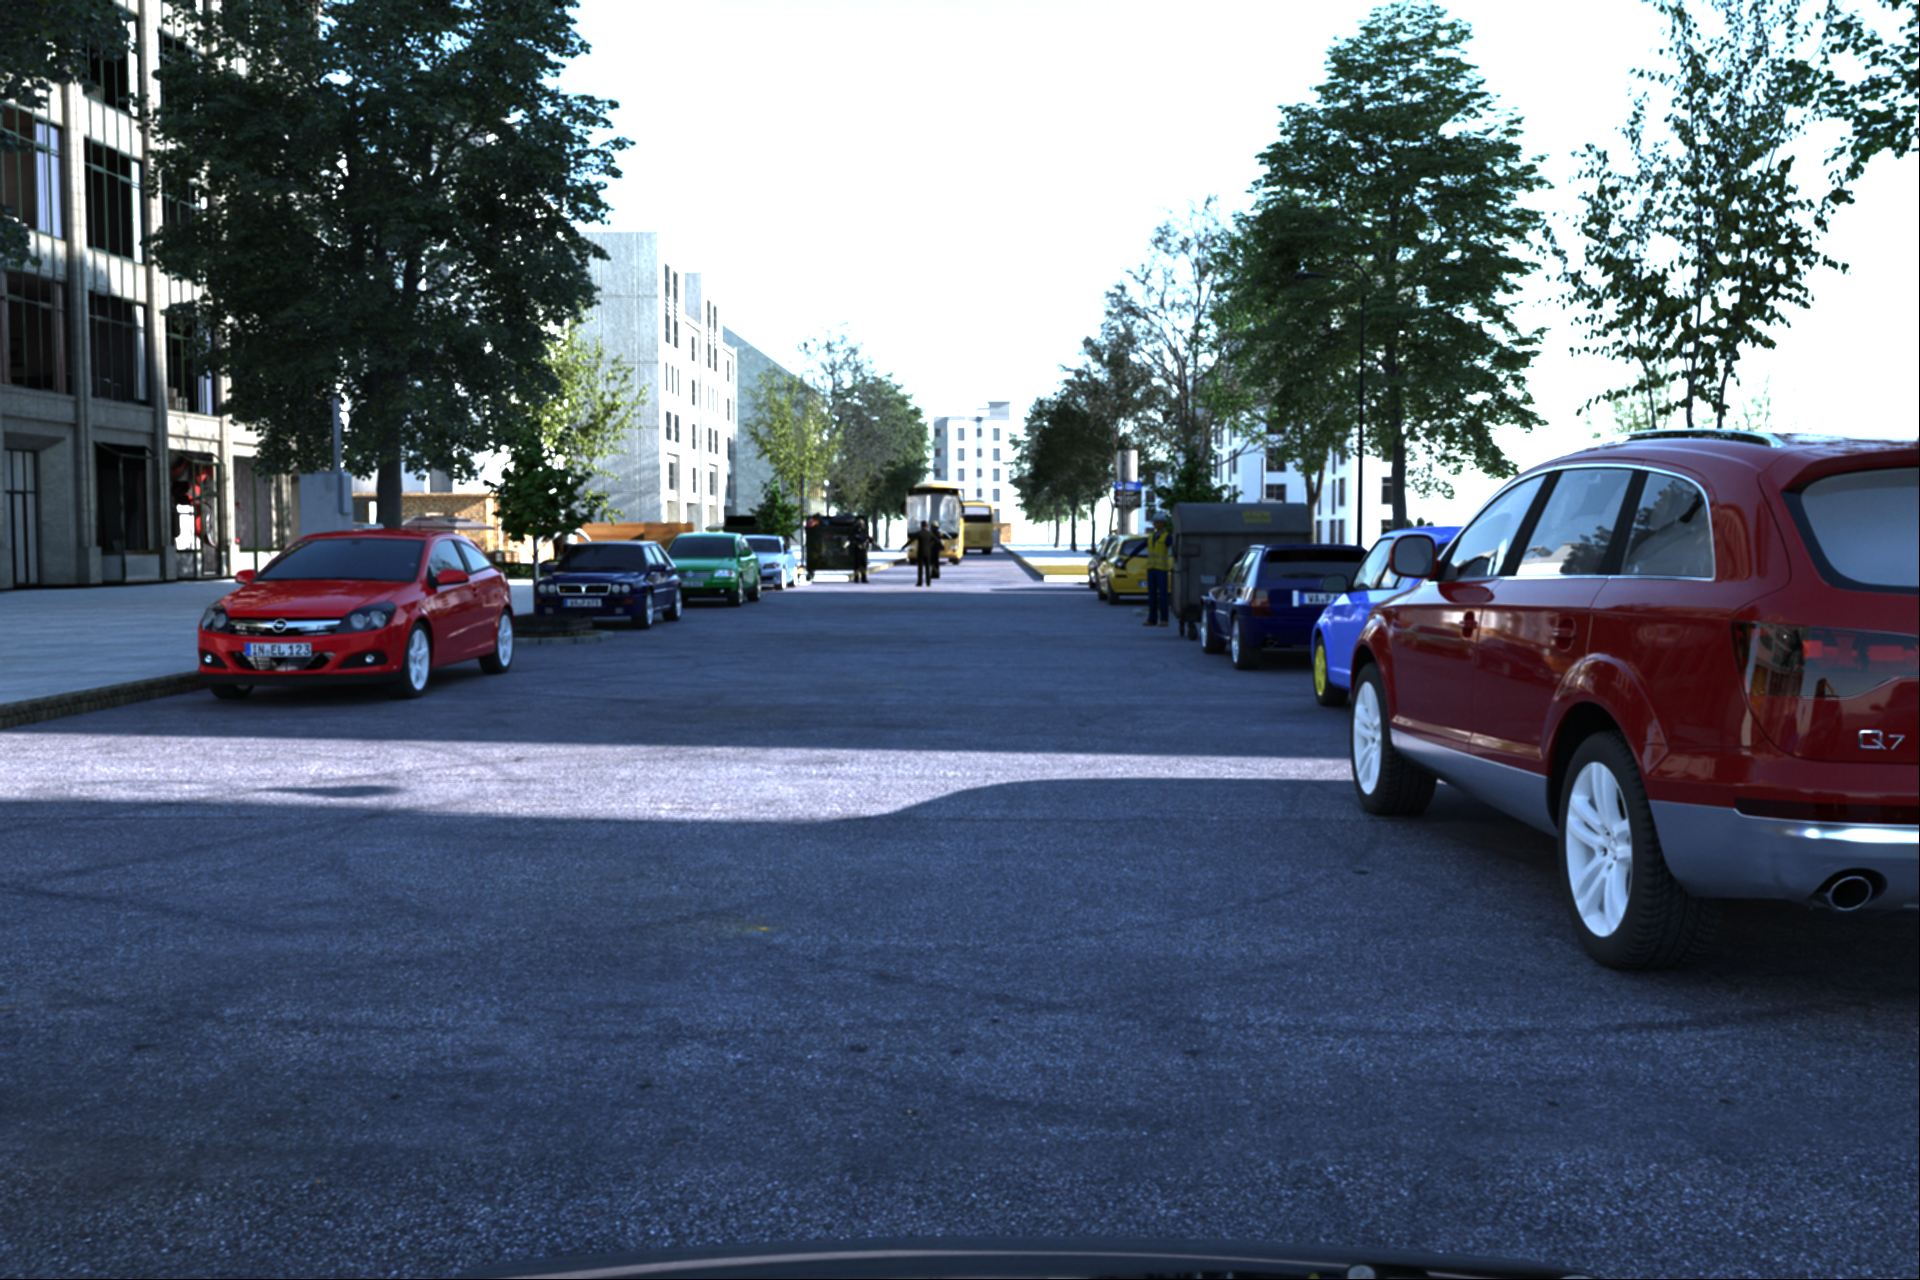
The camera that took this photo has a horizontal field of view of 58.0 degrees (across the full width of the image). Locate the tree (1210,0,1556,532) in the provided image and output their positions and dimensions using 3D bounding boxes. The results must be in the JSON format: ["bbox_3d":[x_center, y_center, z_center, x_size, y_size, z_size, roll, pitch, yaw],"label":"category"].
[{"bbox_3d":[9.241,-7.318,37.773,7.486,12.596,7.792,0,3,0],"label":"tree"}]

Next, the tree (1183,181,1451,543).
[{"bbox_3d":[10.172,-7.563,49.404,9.928,11.665,9.643,0,3,0],"label":"tree"}]

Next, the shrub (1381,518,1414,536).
[{"bbox_3d":[16.586,-3.704,64.981,1.690,2.028,1.600,0,3,0],"label":"shrub"}]

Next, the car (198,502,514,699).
[{"bbox_3d":[-5.576,-0.450,16.391,2.155,1.783,4.494,0,4,1],"label":"car"}]

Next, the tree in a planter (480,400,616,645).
[{"bbox_3d":[-5.732,-1.592,23.258,1.991,3.239,1.994,0,4,1],"label":"tree in a planter"}]

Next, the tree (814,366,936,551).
[{"bbox_3d":[-6.568,-13.711,130.829,9.857,13.997,8.962,0,3,0],"label":"tree"}]

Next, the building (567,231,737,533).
[{"bbox_3d":[-25.717,-15.336,117.204,16.747,18.905,31.486,0,4,1],"label":"building"}]

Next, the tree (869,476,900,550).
[{"bbox_3d":[-6.653,-11.779,142.954,4.360,8.622,3.978,0,3,0],"label":"tree"}]

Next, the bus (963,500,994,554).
[{"bbox_3d":[1.003,-8.136,124.571,2.896,3.916,12.252,0,4,0],"label":"bus"}]

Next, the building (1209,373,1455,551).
[{"bbox_3d":[21.374,-9.913,104.233,9.099,9.664,28.070,0,4,1],"label":"building"}]

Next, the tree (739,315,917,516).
[{"bbox_3d":[-7.363,-11.416,97.029,12.009,13.543,11.850,0,3,0],"label":"tree"}]

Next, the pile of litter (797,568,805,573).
[{"bbox_3d":[-5.698,-2.632,56.998,1.176,0.858,1.719,0,4,2],"label":"pile of litter"}]

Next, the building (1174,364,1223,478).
[{"bbox_3d":[28.792,-20.415,190.204,16.016,20.090,11.380,0,4,1],"label":"building"}]

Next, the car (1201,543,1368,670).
[{"bbox_3d":[3.769,-0.430,19.610,1.945,1.354,3.894,0,4,0],"label":"car"}]

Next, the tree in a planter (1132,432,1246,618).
[{"bbox_3d":[4.061,-2.030,30.408,1.991,3.239,1.994,0,4,1],"label":"tree in a planter"}]

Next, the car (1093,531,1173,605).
[{"bbox_3d":[3.839,-1.602,36.411,2.015,1.641,3.980,0,3,0],"label":"car"}]

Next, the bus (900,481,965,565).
[{"bbox_3d":[-1.155,-5.674,84.313,2.896,3.916,12.252,0,4,1],"label":"bus"}]

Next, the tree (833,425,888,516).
[{"bbox_3d":[-7.589,-10.215,117.381,4.360,8.622,3.978,0,3,0],"label":"tree"}]

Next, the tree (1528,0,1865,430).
[{"bbox_3d":[9.415,-4.384,22.039,4.737,8.622,4.395,0,3,0],"label":"tree"}]

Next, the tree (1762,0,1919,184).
[{"bbox_3d":[10.260,-5.375,13.633,9.928,11.665,9.643,0,3,0],"label":"tree"}]

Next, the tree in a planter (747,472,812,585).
[{"bbox_3d":[-5.281,-3.197,49.496,1.991,3.239,1.994,0,4,0],"label":"tree in a planter"}]

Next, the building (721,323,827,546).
[{"bbox_3d":[-24.785,-21.883,188.717,19.493,23.208,18.063,0,4,0],"label":"building"}]

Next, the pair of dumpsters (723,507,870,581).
[{"bbox_3d":[-4.971,-2.923,52.735,4.436,2.255,1.574,0,4,0],"label":"pair of dumpsters"}]

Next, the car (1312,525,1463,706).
[{"bbox_3d":[3.825,-0.229,13.338,1.945,1.707,3.694,0,3,0],"label":"car"}]

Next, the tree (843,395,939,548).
[{"bbox_3d":[-6.485,-15.222,155.528,9.857,13.997,8.962,0,3,0],"label":"tree"}]

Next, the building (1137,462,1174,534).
[{"bbox_3d":[25.276,-16.300,208.652,9.099,9.664,28.070,0,4,1],"label":"building"}]

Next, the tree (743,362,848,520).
[{"bbox_3d":[-7.314,-7.613,74.833,4.737,8.622,4.395,0,3,0],"label":"tree"}]

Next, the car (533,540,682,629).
[{"bbox_3d":[-5.505,-0.900,27.296,1.945,1.354,3.894,0,4,1],"label":"car"}]

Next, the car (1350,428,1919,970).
[{"bbox_3d":[3.097,0.088,7.237,2.281,1.827,5.304,0,4,-1],"label":"car"}]

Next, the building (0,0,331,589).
[{"bbox_3d":[-27.057,-13.574,38.587,14.369,24.946,33.146,0,4,2],"label":"building"}]

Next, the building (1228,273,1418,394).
[{"bbox_3d":[25.459,-16.821,131.443,16.016,20.090,11.380,0,4,1],"label":"building"}]

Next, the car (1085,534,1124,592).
[{"bbox_3d":[4.247,-2.118,44.418,2.009,1.686,4.222,0,4,1],"label":"car"}]

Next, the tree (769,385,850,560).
[{"bbox_3d":[-7.929,-8.312,86.265,4.360,8.622,3.978,0,3,0],"label":"tree"}]

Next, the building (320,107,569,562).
[{"bbox_3d":[-25.480,-13.530,77.632,16.016,20.090,11.380,0,3,0],"label":"building"}]

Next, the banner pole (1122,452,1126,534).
[{"bbox_3d":[5.014,-3.844,52.873,0.401,3.779,0.863,0,4,1],"label":"banner pole"}]

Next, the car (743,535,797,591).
[{"bbox_3d":[-5.311,-2.048,45.489,2.014,1.417,4.499,0,4,1],"label":"car"}]

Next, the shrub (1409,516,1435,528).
[{"bbox_3d":[17.791,-3.812,66.739,1.690,2.028,1.600,0,3,0],"label":"shrub"}]

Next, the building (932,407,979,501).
[{"bbox_3d":[-3.691,-23.876,249.247,11.380,20.090,16.016,0,4,3],"label":"building"}]

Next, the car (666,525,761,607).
[{"bbox_3d":[-5.181,-1.638,35.576,1.959,1.807,4.718,0,4,1],"label":"car"}]
